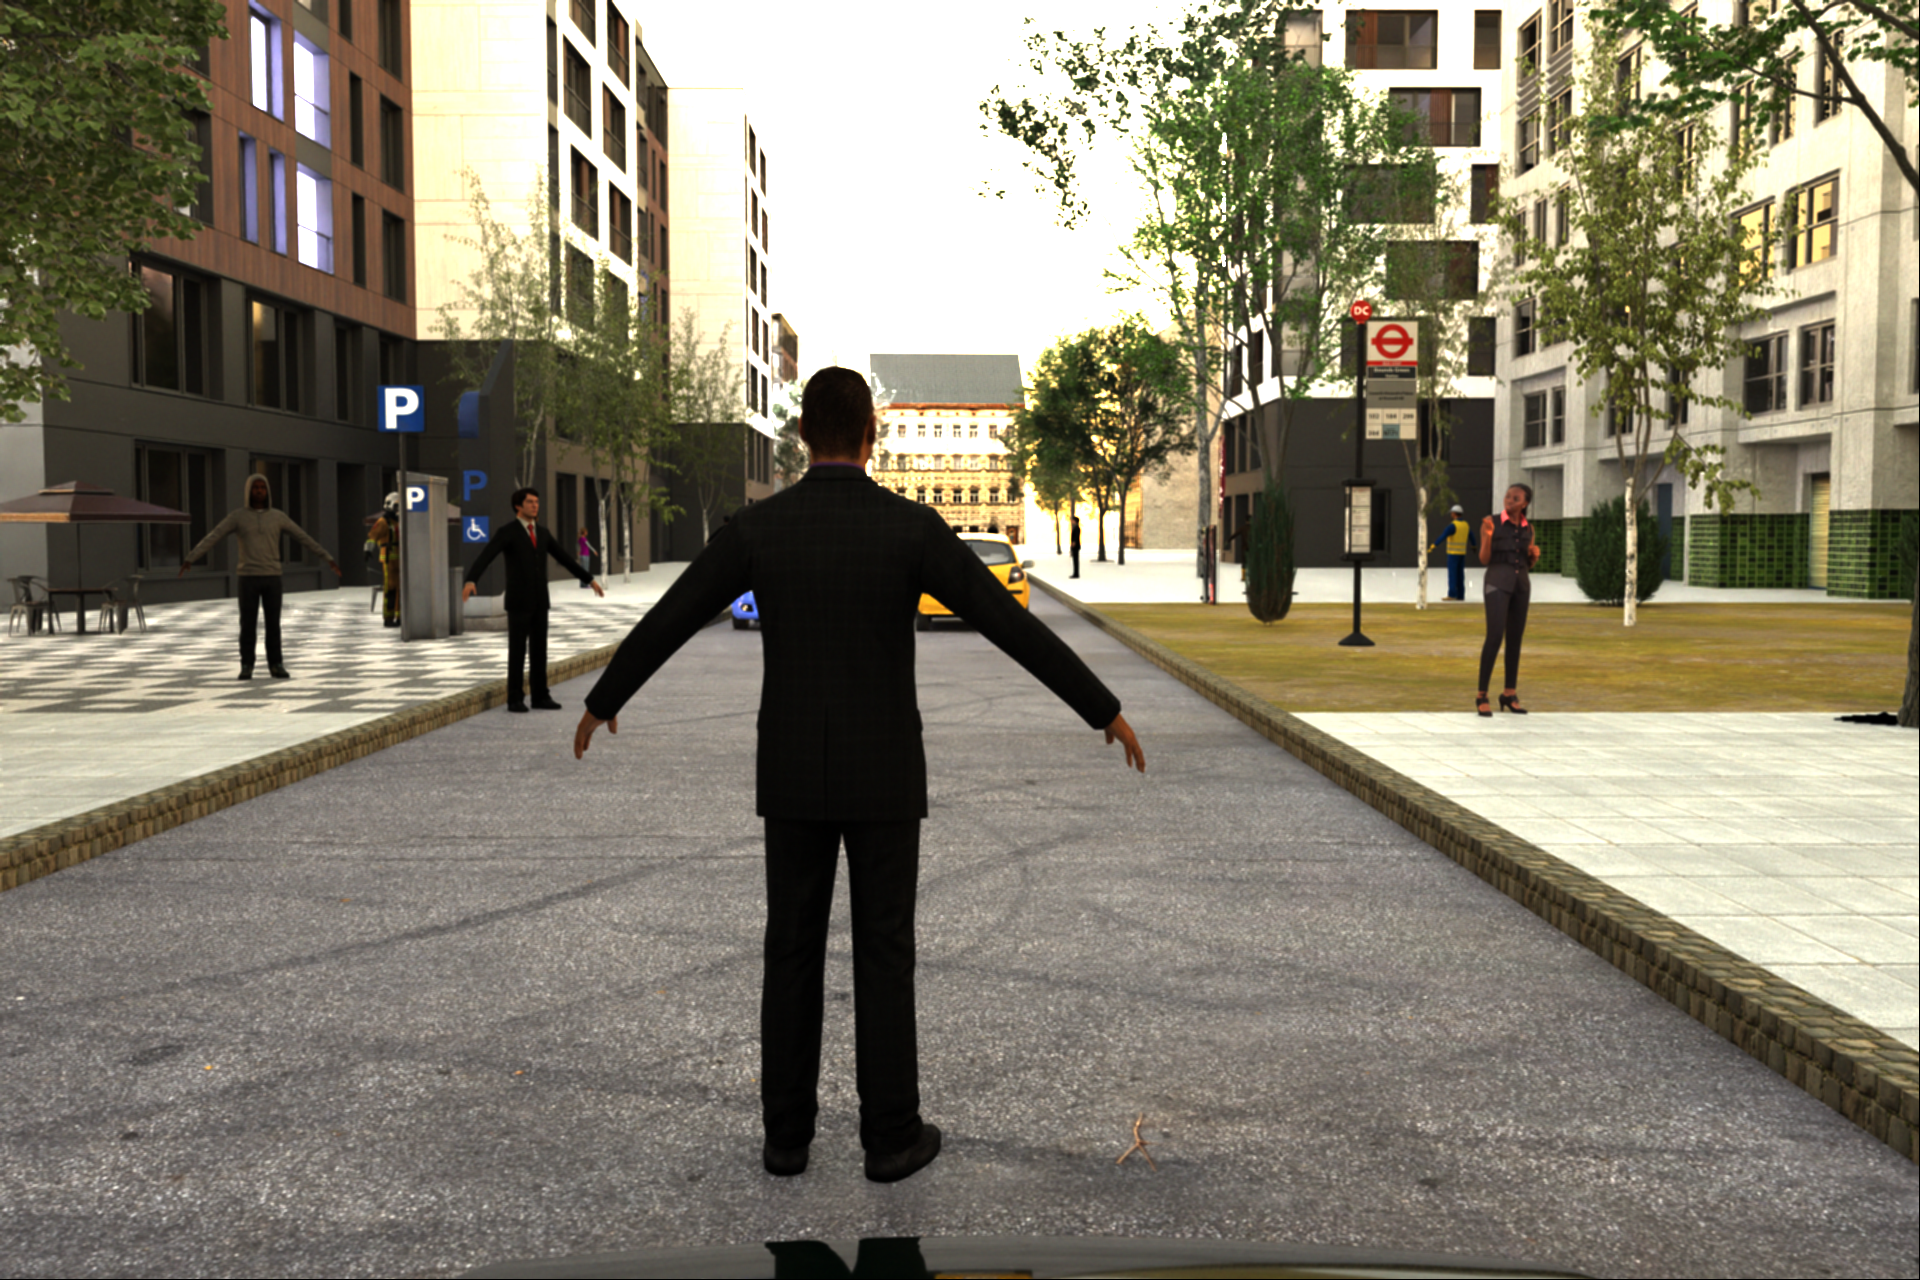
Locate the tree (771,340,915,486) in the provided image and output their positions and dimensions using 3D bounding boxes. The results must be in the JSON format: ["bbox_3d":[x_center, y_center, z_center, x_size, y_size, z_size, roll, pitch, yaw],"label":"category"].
[{"bbox_3d":[-8.357,-12.182,109.548,12.009,13.543,11.850,0,3,0],"label":"tree"}]

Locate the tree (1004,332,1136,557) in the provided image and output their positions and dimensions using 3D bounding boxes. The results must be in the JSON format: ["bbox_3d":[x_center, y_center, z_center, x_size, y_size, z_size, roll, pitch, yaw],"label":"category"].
[{"bbox_3d":[5.976,-10.983,97.697,7.486,12.596,7.792,0,3,0],"label":"tree"}]

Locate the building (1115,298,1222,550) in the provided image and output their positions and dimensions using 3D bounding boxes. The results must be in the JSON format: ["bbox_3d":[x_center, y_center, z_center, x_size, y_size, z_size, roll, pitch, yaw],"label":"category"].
[{"bbox_3d":[23.965,-19.507,149.859,19.493,23.208,18.063,0,4,-1],"label":"building"}]

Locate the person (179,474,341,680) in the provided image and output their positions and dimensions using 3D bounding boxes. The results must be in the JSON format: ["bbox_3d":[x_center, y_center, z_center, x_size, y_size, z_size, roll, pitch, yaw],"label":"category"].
[{"bbox_3d":[-6.210,-0.565,15.372,1.348,1.813,0.705,-2,4,-30],"label":"person"}]

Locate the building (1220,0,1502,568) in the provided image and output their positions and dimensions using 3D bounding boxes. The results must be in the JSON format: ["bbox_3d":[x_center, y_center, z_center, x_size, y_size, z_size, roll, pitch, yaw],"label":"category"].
[{"bbox_3d":[25.853,-14.511,81.224,27.936,21.610,32.646,0,3,0],"label":"building"}]

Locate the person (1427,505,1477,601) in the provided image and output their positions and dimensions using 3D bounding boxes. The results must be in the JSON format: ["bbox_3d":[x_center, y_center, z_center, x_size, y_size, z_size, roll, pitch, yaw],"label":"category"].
[{"bbox_3d":[9.500,-1.668,33.233,1.349,1.833,0.705,-2,4,-34],"label":"person"}]

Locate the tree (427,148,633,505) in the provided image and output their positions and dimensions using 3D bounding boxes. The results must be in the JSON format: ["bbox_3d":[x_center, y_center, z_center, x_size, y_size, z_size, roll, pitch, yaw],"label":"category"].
[{"bbox_3d":[-8.532,-5.077,33.378,4.360,8.622,3.978,0,3,0],"label":"tree"}]

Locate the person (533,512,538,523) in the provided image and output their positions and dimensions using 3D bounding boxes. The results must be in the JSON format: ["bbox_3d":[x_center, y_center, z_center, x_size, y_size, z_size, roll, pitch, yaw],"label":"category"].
[{"bbox_3d":[-8.416,-1.697,34.467,1.216,1.740,0.721,2,4,28],"label":"person"}]

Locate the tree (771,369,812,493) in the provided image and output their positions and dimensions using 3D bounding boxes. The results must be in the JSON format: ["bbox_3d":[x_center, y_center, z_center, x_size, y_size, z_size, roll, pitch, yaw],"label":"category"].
[{"bbox_3d":[-9.079,-10.043,98.619,8.767,10.594,7.601,0,4,5],"label":"tree"}]

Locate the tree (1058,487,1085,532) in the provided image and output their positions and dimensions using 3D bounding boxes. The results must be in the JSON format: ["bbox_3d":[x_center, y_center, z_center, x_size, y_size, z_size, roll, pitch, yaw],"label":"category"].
[{"bbox_3d":[13.696,-15.841,209.363,4.360,8.622,3.978,0,3,0],"label":"tree"}]

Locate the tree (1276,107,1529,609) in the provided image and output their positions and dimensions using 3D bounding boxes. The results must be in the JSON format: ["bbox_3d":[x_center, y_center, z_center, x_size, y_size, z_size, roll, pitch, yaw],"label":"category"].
[{"bbox_3d":[8.115,-4.833,29.375,4.360,8.622,3.978,0,3,0],"label":"tree"}]

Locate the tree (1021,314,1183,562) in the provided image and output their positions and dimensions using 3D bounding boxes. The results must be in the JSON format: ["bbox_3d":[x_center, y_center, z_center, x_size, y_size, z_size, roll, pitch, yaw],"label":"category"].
[{"bbox_3d":[6.704,-9.484,80.817,9.928,11.665,9.643,0,3,0],"label":"tree"}]

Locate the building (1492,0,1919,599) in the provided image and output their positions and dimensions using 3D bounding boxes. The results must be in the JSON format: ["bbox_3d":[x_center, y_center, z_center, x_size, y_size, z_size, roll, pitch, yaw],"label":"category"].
[{"bbox_3d":[26.206,-10.726,41.834,16.747,18.905,31.486,0,3,0],"label":"building"}]

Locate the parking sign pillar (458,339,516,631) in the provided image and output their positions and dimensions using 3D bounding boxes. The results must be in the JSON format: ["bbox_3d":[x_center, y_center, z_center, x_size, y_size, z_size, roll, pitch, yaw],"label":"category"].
[{"bbox_3d":[-6.374,-2.136,23.398,1.447,3.967,1.447,0,4,0],"label":"parking sign pillar"}]

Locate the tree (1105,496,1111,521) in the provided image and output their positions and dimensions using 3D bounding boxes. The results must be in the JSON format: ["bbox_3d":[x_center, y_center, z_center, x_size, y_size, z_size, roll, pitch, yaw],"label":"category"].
[{"bbox_3d":[19.014,-15.711,207.243,4.360,8.622,3.978,0,3,0],"label":"tree"}]

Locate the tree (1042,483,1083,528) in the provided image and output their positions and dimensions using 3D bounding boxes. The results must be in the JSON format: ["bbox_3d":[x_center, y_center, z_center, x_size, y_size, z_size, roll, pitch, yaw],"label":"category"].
[{"bbox_3d":[6.690,-10.135,116.066,4.737,8.622,4.395,0,3,0],"label":"tree"}]

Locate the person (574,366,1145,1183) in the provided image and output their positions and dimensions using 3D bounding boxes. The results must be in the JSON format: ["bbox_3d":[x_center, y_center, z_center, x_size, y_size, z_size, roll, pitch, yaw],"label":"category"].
[{"bbox_3d":[-0.263,0.291,3.920,1.346,1.802,0.704,1,4,10],"label":"person"}]

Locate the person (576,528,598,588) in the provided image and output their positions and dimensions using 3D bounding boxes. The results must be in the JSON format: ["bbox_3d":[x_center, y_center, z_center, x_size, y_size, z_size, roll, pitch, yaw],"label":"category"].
[{"bbox_3d":[-8.833,-1.939,40.974,0.599,1.433,0.991,-3,4,-39],"label":"person"}]

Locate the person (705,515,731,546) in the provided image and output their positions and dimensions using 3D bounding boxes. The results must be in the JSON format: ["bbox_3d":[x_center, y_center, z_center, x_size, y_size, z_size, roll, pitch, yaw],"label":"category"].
[{"bbox_3d":[-6.929,-2.790,51.553,1.347,1.837,0.705,0,4,-5],"label":"person"}]

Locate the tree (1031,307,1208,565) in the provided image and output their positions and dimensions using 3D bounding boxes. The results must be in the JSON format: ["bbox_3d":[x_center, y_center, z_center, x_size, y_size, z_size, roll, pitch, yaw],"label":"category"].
[{"bbox_3d":[6.604,-8.422,72.105,8.767,10.594,7.601,2,4,24],"label":"tree"}]

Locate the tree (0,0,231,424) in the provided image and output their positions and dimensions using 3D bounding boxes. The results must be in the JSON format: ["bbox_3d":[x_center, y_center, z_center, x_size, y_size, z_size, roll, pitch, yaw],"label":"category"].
[{"bbox_3d":[-8.491,-5.753,12.182,7.486,12.596,7.792,0,3,0],"label":"tree"}]

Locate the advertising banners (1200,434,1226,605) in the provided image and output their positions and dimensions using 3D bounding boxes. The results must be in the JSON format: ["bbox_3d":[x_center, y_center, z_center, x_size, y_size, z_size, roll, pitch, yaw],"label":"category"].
[{"bbox_3d":[4.597,-2.157,31.454,0.090,3.025,2.074,0,4,-2],"label":"advertising banners"}]

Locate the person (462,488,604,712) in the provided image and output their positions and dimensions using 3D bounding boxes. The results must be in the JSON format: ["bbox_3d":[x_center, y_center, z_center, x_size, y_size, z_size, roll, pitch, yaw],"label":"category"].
[{"bbox_3d":[-3.495,-0.332,14.066,0.705,1.806,1.347,3,5,40],"label":"person"}]

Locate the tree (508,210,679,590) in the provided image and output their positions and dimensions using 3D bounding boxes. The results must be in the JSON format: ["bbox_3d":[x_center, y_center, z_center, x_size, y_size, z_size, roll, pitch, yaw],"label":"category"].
[{"bbox_3d":[-8.132,-5.475,39.878,4.360,8.622,3.978,0,3,0],"label":"tree"}]

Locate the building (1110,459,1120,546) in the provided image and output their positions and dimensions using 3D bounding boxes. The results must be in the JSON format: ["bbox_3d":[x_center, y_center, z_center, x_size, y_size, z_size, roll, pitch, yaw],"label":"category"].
[{"bbox_3d":[21.060,-14.335,176.516,9.099,9.664,28.070,0,3,0],"label":"building"}]

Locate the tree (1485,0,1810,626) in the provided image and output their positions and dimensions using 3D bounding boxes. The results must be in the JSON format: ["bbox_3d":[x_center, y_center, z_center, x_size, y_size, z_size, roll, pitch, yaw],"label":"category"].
[{"bbox_3d":[9.349,-4.495,23.863,4.737,8.622,4.395,0,3,0],"label":"tree"}]

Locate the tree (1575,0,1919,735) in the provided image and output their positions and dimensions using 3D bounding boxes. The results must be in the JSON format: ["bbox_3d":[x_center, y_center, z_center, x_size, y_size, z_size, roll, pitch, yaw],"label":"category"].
[{"bbox_3d":[6.602,-5.218,11.069,9.928,11.665,9.643,0,3,0],"label":"tree"}]

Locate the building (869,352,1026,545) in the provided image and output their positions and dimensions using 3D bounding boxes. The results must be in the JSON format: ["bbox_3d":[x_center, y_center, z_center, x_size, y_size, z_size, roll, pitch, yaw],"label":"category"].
[{"bbox_3d":[-1.926,-22.959,208.766,18.063,23.208,19.493,0,4,-3],"label":"building"}]

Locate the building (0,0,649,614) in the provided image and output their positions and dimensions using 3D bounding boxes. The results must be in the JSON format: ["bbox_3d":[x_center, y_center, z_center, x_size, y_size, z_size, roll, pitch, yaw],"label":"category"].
[{"bbox_3d":[-24.916,-12.204,43.506,27.936,21.610,32.646,0,4,1],"label":"building"}]

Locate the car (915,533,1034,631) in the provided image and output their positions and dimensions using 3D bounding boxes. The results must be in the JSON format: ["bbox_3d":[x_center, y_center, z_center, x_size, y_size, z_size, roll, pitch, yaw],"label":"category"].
[{"bbox_3d":[0.174,-1.027,27.007,2.015,1.641,3.980,0,3,0],"label":"car"}]

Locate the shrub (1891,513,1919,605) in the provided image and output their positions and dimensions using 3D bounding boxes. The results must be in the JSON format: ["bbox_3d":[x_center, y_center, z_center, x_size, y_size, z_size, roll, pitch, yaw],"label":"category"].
[{"bbox_3d":[15.216,-1.354,26.556,1.690,2.028,1.600,0,3,0],"label":"shrub"}]

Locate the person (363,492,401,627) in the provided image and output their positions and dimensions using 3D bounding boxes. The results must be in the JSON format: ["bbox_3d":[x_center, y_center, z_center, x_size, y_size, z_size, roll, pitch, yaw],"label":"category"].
[{"bbox_3d":[-7.818,-1.117,24.039,0.705,1.858,1.354,2,4,25],"label":"person"}]

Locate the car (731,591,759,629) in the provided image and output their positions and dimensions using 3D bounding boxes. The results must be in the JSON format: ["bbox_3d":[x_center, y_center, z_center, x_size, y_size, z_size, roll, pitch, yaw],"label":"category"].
[{"bbox_3d":[-2.576,-1.076,27.183,1.945,1.707,3.694,0,3,0],"label":"car"}]

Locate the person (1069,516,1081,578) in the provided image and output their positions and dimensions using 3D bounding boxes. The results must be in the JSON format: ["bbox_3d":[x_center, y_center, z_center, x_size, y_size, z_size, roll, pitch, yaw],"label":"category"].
[{"bbox_3d":[3.343,-2.707,50.441,0.705,1.806,1.347,0,4,2],"label":"person"}]

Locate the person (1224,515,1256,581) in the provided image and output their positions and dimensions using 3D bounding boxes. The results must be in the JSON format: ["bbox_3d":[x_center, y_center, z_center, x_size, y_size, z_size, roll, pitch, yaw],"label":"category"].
[{"bbox_3d":[7.824,-2.497,46.958,1.346,1.812,0.704,1,4,13],"label":"person"}]

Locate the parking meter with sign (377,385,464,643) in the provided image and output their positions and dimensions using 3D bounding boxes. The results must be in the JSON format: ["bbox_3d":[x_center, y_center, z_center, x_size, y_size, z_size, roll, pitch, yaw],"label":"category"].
[{"bbox_3d":[-6.539,-1.525,21.198,0.543,3.016,1.738,0,3,0],"label":"parking meter with sign"}]

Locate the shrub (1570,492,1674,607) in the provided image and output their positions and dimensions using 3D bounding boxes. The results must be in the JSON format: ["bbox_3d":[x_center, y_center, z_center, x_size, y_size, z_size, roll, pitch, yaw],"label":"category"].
[{"bbox_3d":[11.730,-1.633,30.746,1.661,2.075,1.752,0,3,0],"label":"shrub"}]

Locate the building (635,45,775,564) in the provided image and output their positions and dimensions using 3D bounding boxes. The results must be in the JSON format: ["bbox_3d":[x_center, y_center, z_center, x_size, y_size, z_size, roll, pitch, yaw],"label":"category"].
[{"bbox_3d":[-23.797,-14.265,77.200,27.936,21.610,32.646,0,4,-1],"label":"building"}]

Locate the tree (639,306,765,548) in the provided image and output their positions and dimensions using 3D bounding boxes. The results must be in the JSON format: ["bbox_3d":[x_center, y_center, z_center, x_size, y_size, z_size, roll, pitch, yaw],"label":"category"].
[{"bbox_3d":[-8.207,-6.466,56.077,4.360,8.622,3.978,0,3,0],"label":"tree"}]

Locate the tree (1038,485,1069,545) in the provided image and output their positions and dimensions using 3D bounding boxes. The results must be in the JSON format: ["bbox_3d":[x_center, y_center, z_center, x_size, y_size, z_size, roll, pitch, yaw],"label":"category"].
[{"bbox_3d":[11.212,-15.554,204.666,4.737,8.622,4.395,0,3,0],"label":"tree"}]

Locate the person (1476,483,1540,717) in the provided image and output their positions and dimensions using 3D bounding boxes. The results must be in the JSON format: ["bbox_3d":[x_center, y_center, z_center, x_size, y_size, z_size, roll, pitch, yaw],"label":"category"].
[{"bbox_3d":[3.890,-0.291,12.274,0.415,1.643,0.593,2,4,32],"label":"person"}]

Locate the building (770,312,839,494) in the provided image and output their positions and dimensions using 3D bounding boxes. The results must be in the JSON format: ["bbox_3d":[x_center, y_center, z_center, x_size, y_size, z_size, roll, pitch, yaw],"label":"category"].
[{"bbox_3d":[-27.109,-20.295,175.803,27.936,21.610,32.646,0,4,-1],"label":"building"}]

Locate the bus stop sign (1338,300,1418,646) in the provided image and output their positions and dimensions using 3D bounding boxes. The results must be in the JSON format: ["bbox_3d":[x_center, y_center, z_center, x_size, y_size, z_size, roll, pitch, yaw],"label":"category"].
[{"bbox_3d":[4.799,-1.907,19.879,0.855,3.939,0.416,0,4,0],"label":"bus stop sign"}]

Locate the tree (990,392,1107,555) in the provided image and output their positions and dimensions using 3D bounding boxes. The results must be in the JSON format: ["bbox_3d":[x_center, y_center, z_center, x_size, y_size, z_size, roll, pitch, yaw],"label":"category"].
[{"bbox_3d":[5.935,-10.642,108.404,7.601,10.594,8.767,2,4,25],"label":"tree"}]

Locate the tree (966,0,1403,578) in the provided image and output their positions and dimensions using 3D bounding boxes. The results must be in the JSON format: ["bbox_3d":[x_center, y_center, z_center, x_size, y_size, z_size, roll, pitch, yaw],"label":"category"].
[{"bbox_3d":[6.110,-11.838,49.439,12.611,20.169,13.585,0,3,0],"label":"tree"}]

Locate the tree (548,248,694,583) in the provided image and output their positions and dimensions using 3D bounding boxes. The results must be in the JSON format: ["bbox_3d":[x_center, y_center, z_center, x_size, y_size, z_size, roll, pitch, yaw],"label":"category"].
[{"bbox_3d":[-8.658,-5.767,44.652,4.737,8.622,4.395,0,3,0],"label":"tree"}]

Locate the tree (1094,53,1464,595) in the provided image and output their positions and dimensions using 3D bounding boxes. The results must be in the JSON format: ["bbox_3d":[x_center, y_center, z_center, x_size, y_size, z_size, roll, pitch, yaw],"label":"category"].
[{"bbox_3d":[6.681,-6.784,36.671,9.928,11.665,9.643,0,3,0],"label":"tree"}]
